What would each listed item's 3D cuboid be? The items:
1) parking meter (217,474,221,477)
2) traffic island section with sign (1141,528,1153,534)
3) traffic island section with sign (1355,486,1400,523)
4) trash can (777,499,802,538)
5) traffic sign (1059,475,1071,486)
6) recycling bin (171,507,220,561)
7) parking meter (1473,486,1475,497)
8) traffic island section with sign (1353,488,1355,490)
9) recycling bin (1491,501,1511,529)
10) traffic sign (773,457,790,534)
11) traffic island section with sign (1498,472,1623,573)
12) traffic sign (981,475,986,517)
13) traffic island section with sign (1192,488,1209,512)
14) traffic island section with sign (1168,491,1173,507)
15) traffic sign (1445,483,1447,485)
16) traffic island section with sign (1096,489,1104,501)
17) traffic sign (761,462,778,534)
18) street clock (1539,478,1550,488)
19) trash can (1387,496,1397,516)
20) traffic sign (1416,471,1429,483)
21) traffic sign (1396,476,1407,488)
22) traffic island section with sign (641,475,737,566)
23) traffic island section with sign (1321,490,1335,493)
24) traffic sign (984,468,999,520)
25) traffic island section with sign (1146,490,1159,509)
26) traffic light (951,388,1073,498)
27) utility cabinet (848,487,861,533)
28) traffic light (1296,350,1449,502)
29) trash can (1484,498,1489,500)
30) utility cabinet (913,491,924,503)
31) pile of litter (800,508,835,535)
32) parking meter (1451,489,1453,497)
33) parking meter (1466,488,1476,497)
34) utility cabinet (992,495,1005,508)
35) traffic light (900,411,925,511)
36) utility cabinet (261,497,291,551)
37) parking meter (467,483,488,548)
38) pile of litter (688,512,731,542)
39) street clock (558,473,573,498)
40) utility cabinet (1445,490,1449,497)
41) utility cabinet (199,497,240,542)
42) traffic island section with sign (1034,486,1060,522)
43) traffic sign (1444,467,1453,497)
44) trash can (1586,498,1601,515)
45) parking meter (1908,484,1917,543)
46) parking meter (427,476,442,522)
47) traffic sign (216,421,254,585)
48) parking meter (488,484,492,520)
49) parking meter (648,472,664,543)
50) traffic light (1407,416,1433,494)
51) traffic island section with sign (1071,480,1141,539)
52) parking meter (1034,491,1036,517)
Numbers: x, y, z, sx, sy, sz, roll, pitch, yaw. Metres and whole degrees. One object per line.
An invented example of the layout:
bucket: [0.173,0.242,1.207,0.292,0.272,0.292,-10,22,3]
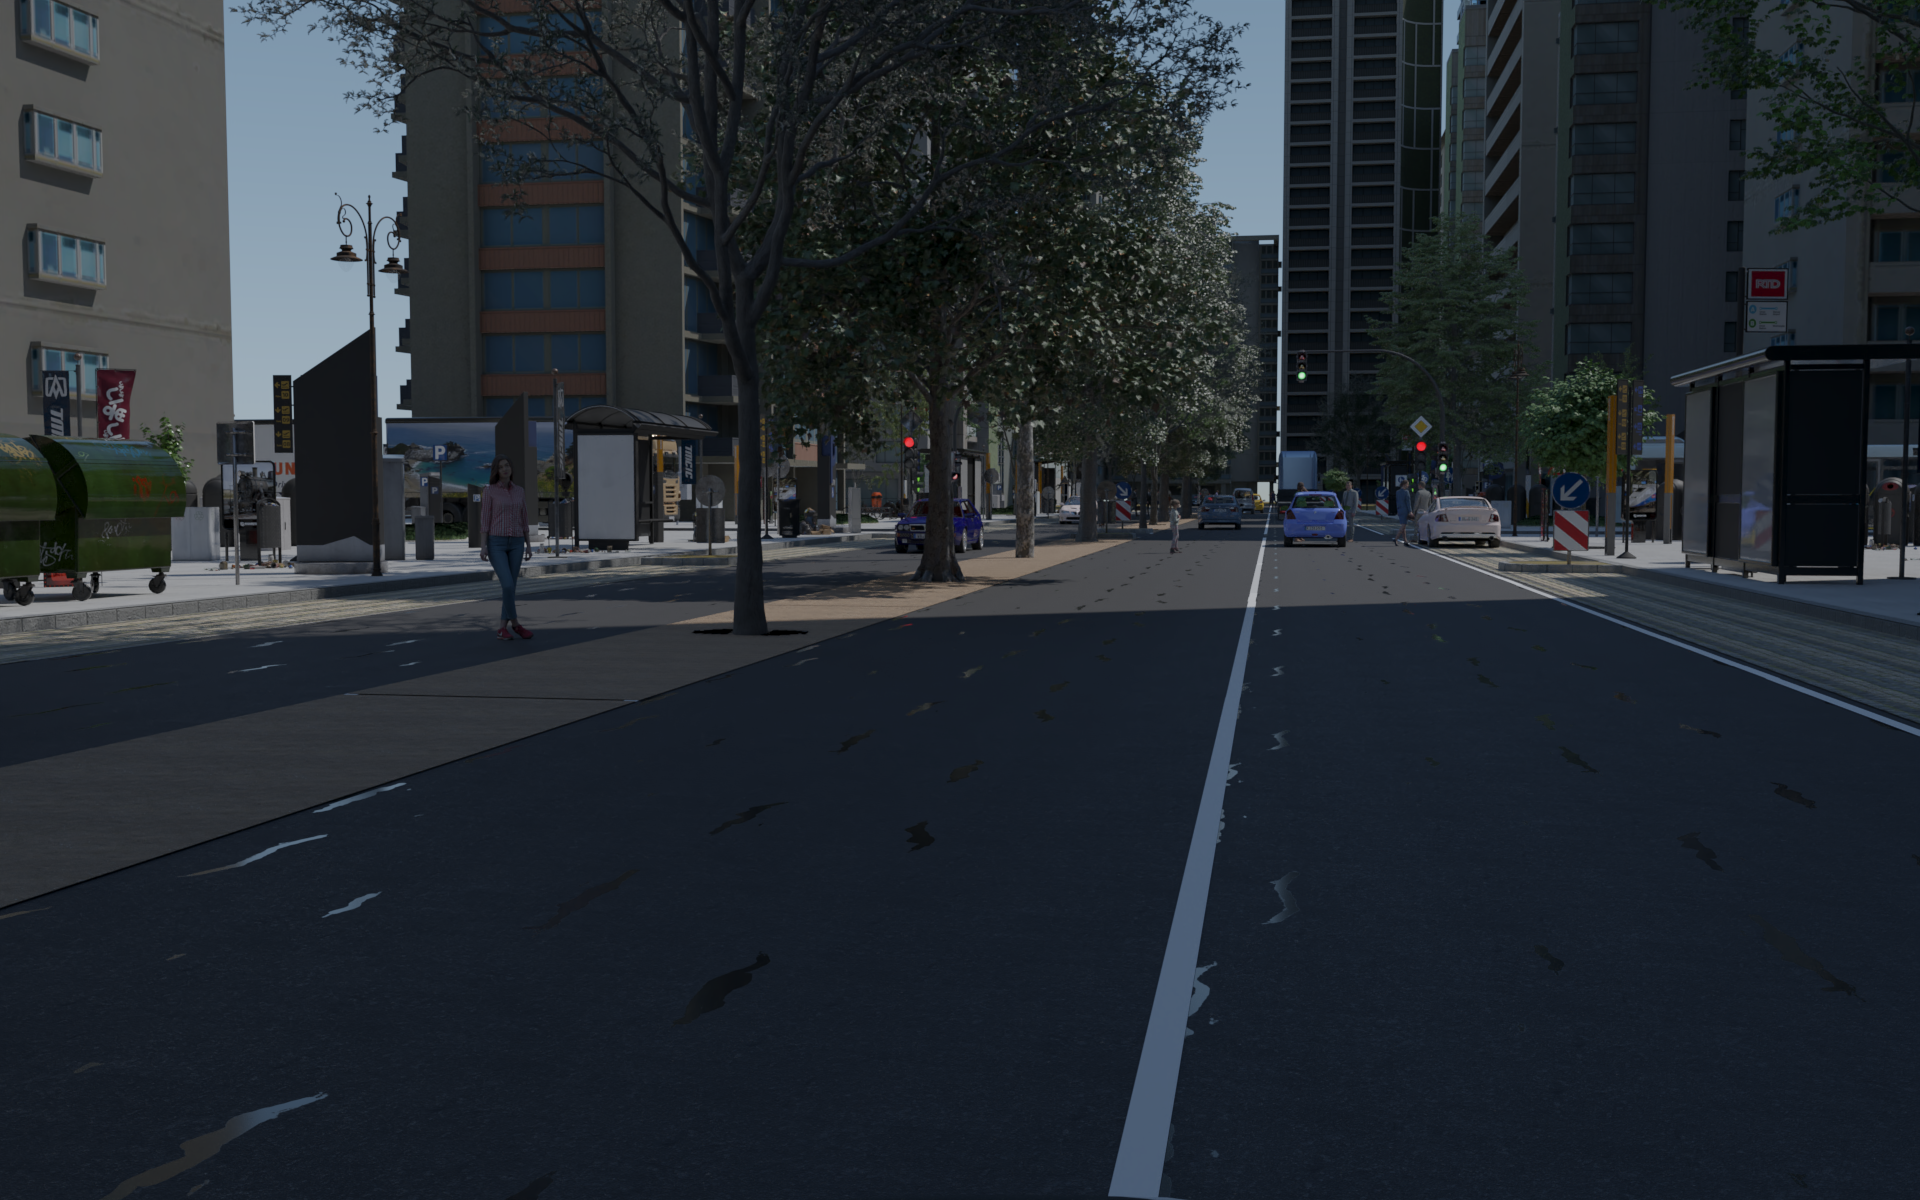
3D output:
parking meter: [-21.704,-2.768,50.974,0.255,1.863,0.399,-1,4,-8]
traffic island section with sign: [6.041,-3.399,63.702,2.006,1.907,1.989,1,4,10]
traffic island section with sign: [20.895,-4.756,86.388,1.989,1.847,2.006,1,4,10]
trash can: [-4.989,-2.386,50.660,0.748,1.137,0.748,0,3,0]
traffic sign: [7.227,-7.318,119.647,0.884,2.594,0.081,1,4,17]
recycling bin: [-14.745,-1.276,33.419,0.722,1.027,0.722,-1,4,-9]
parking meter: [33.439,-6.520,112.320,0.255,1.863,0.399,-2,4,-32]
traffic island section with sign: [25.705,-6.378,112.912,1.989,1.847,2.006,1,4,10]
recycling bin: [20.207,-3.190,64.716,0.722,1.027,0.722,1,4,16]
traffic sign: [-5.775,-3.358,55.015,0.768,2.556,0.104,1,4,15]
traffic island section with sign: [11.092,-1.438,32.143,1.989,1.847,2.006,1,4,10]
traffic sign: [1.417,-5.697,95.269,0.606,2.300,0.079,1,4,11]
traffic island section with sign: [19.413,-7.921,137.646,2.006,1.907,1.989,1,4,10]
traffic island section with sign: [23.225,-11.265,192.818,1.989,1.847,2.006,1,4,10]
traffic sign: [27.428,-6.013,98.421,0.768,2.556,0.104,1,4,11]
traffic island section with sign: [9.384,-6.587,116.331,1.989,1.847,2.006,1,4,10]
traffic sign: [-5.912,-3.219,52.736,0.768,2.556,0.104,1,4,17]
street clock: [26.573,-4.541,78.819,0.358,2.002,0.471,-2,4,-24]
trash can: [25.455,-5.528,102.039,0.748,1.137,0.748,0,3,0]
traffic sign: [25.495,-5.847,95.709,0.768,2.556,0.104,1,4,14]
traffic sign: [23.884,-5.606,93.782,0.606,2.300,0.079,1,4,14]
traffic island section with sign: [-5.249,-1.640,35.440,1.989,1.847,2.006,1,4,10]
traffic island section with sign: [34.650,-9.398,162.290,1.989,1.847,2.006,1,4,10]
traffic sign: [1.540,-5.229,85.597,0.768,2.556,0.104,1,4,15]
traffic island section with sign: [18.351,-9.617,165.870,1.989,1.847,2.006,1,4,10]
traffic light: [1.898,-5.507,64.699,4.771,5.953,1.251,1,4,10]
utility cabinet: [-3.451,-2.946,56.841,0.318,1.500,1.173,-1,4,-10]
traffic light: [12.972,-4.878,54.425,4.771,5.953,1.251,1,4,10]
trash can: [19.693,-3.309,65.752,0.748,1.137,0.748,0,3,0]
utility cabinet: [-2.590,-6.540,115.606,1.173,1.500,0.318,2,4,29]
pile of litter: [-4.479,-2.495,54.761,1.176,0.858,1.719,2,4,35]
parking meter: [24.588,-4.748,86.033,0.372,1.533,0.369,0,3,0]
parking meter: [23.304,-4.326,79.135,0.372,1.533,0.369,0,3,0]
utility cabinet: [2.922,-7.157,128.182,0.306,1.237,1.020,2,4,35]
traffic light: [-1.598,-4.175,57.179,0.839,4.253,0.868,1,4,10]
utility cabinet: [-15.579,-1.729,39.438,0.306,1.237,1.020,0,4,1]
parking meter: [-11.536,-2.010,41.274,0.372,1.533,0.369,0,3,0]
pile of litter: [-6.748,-1.994,46.568,1.176,0.858,1.719,0,4,-4]
street clock: [-13.465,-3.340,59.185,0.471,2.002,0.358,0,4,8]
utility cabinet: [26.622,-5.269,94.830,0.318,1.500,1.173,-1,4,-20]
utility cabinet: [-19.679,-2.139,46.128,1.020,1.237,0.306,0,4,2]
traffic island section with sign: [4.583,-4.965,89.805,1.989,1.847,2.006,1,4,10]
traffic sign: [23.435,-5.061,82.860,0.768,2.556,0.104,1,4,13]
trash can: [25.770,-3.608,70.649,0.748,1.137,0.748,0,3,0]
parking meter: [24.996,-2.279,45.669,0.372,1.533,0.369,0,3,0]
parking meter: [-16.738,-3.026,55.187,0.399,1.863,0.255,-2,4,-26]
traffic sign: [-10.202,-1.362,24.399,0.606,2.300,0.079,1,4,15]
parking meter: [-11.654,-2.129,43.219,0.372,1.533,0.369,0,3,0]
parking meter: [-8.058,-2.454,45.828,0.399,1.863,0.255,3,4,36]
traffic light: [16.469,-4.473,62.052,0.839,4.253,0.868,1,4,10]
traffic island section with sign: [4.713,-2.953,56.415,2.006,1.907,1.989,1,4,10]
parking meter: [4.186,-5.549,99.143,0.372,1.533,0.369,0,3,0]
